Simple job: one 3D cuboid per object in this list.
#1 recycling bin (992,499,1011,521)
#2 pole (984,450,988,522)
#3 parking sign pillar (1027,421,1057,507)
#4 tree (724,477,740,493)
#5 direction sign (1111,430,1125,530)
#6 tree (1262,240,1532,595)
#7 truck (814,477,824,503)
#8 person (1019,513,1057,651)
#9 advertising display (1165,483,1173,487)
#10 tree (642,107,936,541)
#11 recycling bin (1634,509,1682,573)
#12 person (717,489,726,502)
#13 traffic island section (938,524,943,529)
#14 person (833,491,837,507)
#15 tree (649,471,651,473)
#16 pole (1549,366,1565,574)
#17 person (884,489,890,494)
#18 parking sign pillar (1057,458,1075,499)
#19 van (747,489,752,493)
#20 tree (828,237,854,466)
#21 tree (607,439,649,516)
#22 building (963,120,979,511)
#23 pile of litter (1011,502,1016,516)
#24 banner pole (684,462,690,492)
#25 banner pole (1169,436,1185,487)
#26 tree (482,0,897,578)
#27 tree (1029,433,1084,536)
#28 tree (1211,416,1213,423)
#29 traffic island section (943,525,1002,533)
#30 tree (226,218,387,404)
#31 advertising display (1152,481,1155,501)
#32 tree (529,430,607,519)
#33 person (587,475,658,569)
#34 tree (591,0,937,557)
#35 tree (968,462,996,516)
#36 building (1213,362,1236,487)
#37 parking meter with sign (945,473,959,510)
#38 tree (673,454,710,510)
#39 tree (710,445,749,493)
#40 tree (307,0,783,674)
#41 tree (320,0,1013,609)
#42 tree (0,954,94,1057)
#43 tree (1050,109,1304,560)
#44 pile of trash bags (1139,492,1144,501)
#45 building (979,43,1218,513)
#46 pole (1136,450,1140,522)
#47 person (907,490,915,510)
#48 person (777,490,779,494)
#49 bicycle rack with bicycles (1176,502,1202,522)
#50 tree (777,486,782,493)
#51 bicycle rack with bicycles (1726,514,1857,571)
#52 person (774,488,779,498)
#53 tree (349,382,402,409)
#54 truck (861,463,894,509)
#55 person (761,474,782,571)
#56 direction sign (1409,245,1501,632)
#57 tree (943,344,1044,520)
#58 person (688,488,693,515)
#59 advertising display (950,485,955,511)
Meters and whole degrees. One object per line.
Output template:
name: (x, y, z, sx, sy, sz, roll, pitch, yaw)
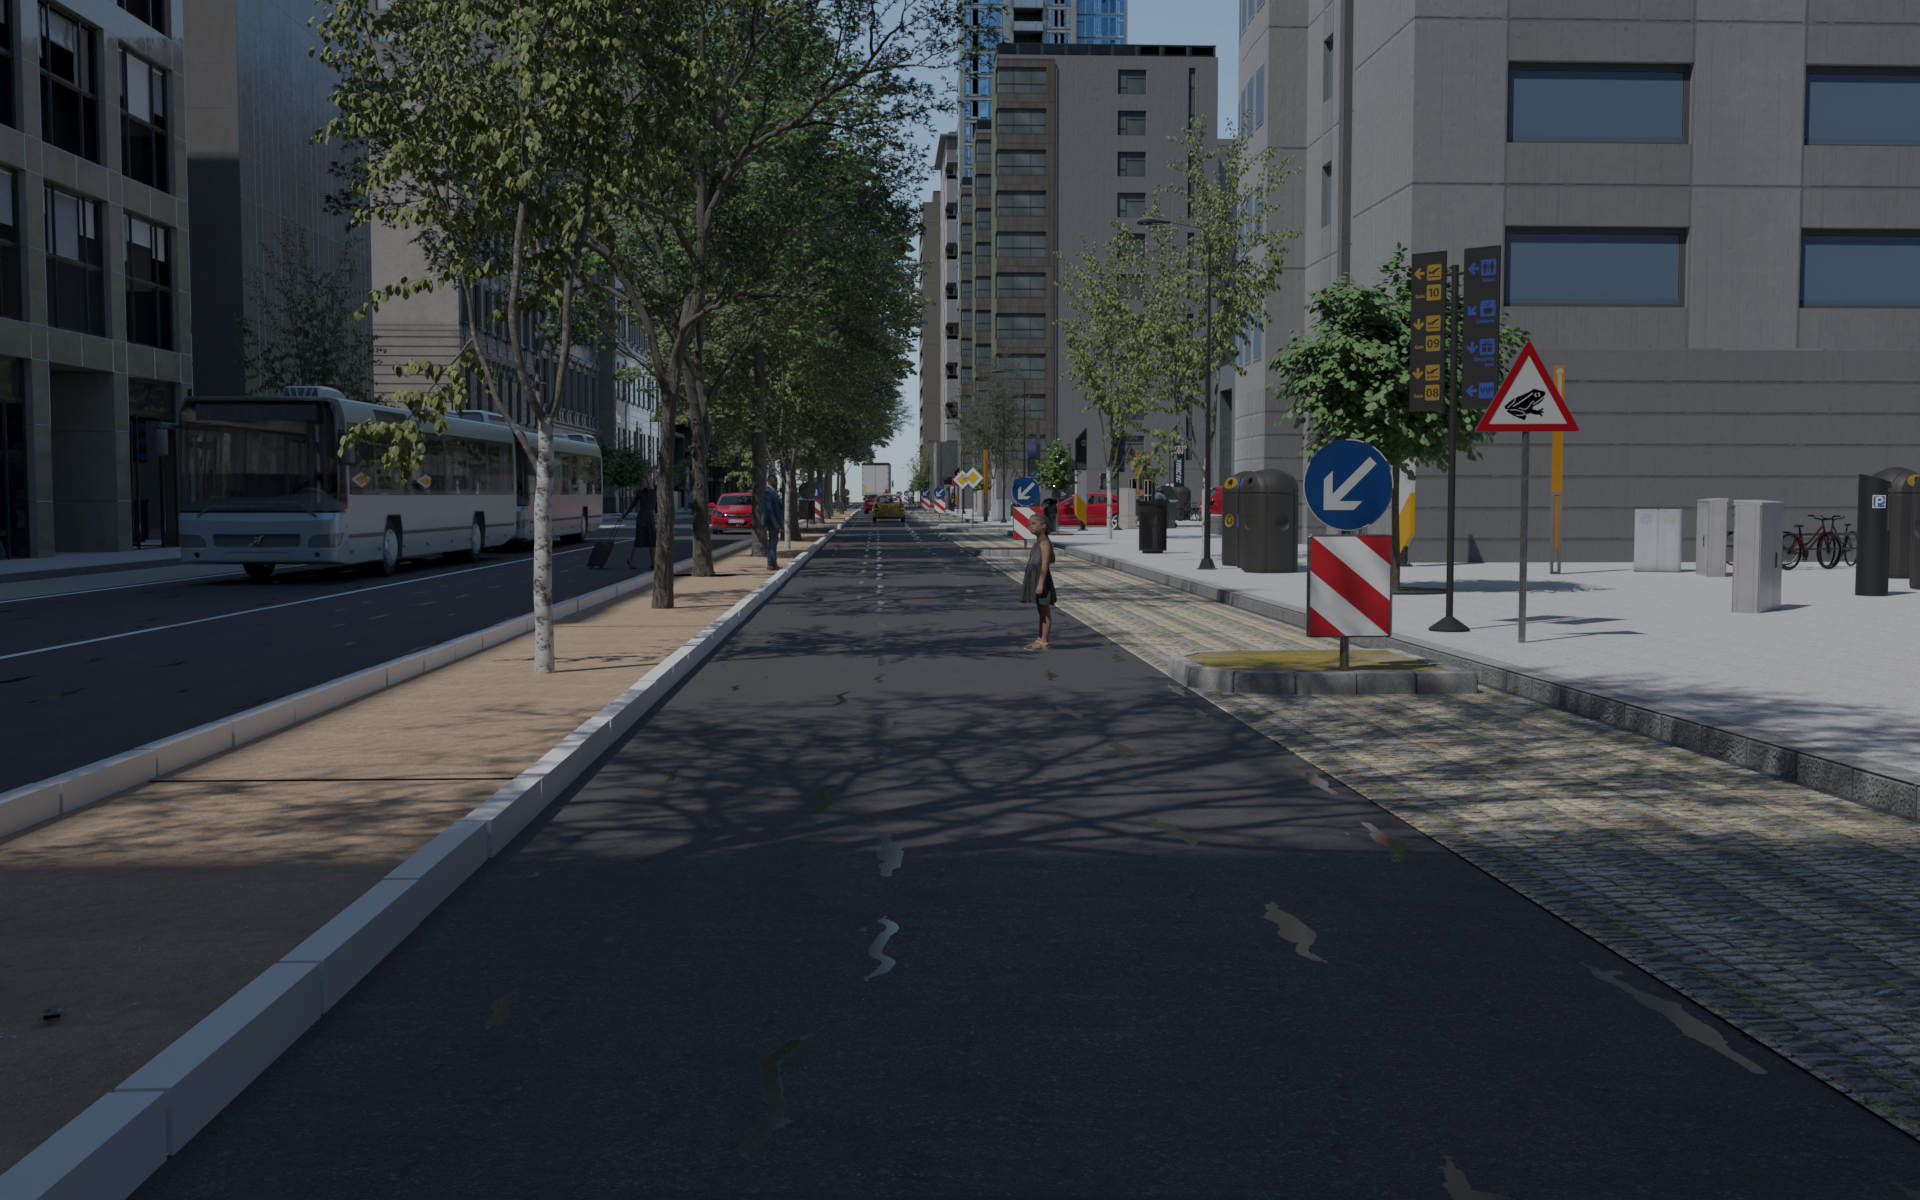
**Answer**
recycling bin: (1.954, -4.255, 82.118, 0.722, 1.027, 0.722, -1, 4, -21)
pole: (1.194, -5.275, 80.094, 0.158, 3.312, 0.155, 0, 3, 0)
parking sign pillar: (2.721, -4.581, 63.365, 1.447, 3.967, 1.447, 0, 4, 1)
tree: (-25.615, -12.463, 198.368, 1.663, 3.219, 1.824, 0, 3, 0)
direction sign: (5.606, -4.250, 61.486, 0.379, 3.537, 0.876, 3, 4, 36)
tree: (5.700, -2.382, 22.666, 4.285, 4.588, 4.351, 0, 3, 0)
truck: (-23.464, -18.192, 286.349, 2.839, 4.237, 11.283, 0, 4, -4)
person: (0.712, -0.167, 15.908, 0.373, 1.253, 0.362, -1, 4, -11)
advertising display: (12.003, -5.637, 97.385, 0.974, 1.923, 0.123, 1, 4, 18)
tree: (-5.143, -8.756, 52.265, 9.857, 13.997, 8.962, 0, 3, 0)
recycling bin: (11.556, -0.986, 28.683, 0.722, 1.027, 0.722, 1, 4, 22)
person: (-15.767, -6.497, 115.077, 0.716, 1.782, 0.532, -2, 4, -26)
traffic island section: (0.124, -3.096, 72.905, 2.009, 0.180, 2.903, 0, 4, -3)
person: (-13.550, -11.046, 189.198, 1.348, 1.812, 0.705, -2, 4, -24)
tree: (-20.003, -7.269, 102.559, 4.285, 4.588, 4.351, 0, 3, 0)
pole: (9.522, -2.066, 27.617, 0.158, 3.312, 0.155, 0, 3, 0)
person: (-5.456, -7.441, 130.140, 0.580, 1.828, 0.573, 1, 4, 21)
parking sign pillar: (5.789, -6.595, 96.306, 1.447, 3.967, 1.447, 1, 4, 21)
van: (-16.597, -8.170, 140.582, 2.013, 2.044, 4.112, 0, 4, -1)
tree: (-4.526, -5.634, 44.932, 4.737, 8.622, 4.395, 0, 3, 0)
tree: (-19.330, -6.523, 90.364, 4.285, 4.588, 4.351, 0, 3, 0)
building: (7.873, -22.354, 137.195, 14.160, 30.474, 14.107, 0, 4, -3)
pile of litter: (3.269, -5.261, 99.987, 1.176, 0.858, 1.719, 0, 4, 5)
banner pole: (-21.551, -8.956, 136.455, 0.401, 3.779, 0.863, 2, 4, 33)
banner pole: (9.215, -5.149, 74.206, 0.863, 3.779, 0.401, 1, 4, 16)
tree: (-4.556, -6.208, 29.716, 9.928, 11.665, 9.643, 0, 3, 0)
tree: (3.166, -3.635, 54.040, 1.663, 3.219, 1.824, 0, 3, 0)
tree: (17.001, -9.463, 105.082, 4.360, 8.622, 3.978, 0, 3, 0)
traffic island section: (0.506, -2.608, 64.929, 2.009, 0.180, 2.903, 0, 4, -3)
tree: (-17.188, -5.862, 46.211, 4.360, 8.622, 3.978, 0, 3, 0)
advertising display: (9.911, -5.110, 88.755, 0.123, 1.923, 0.974, 0, 4, 8)
tree: (-19.101, -5.850, 79.363, 4.285, 4.588, 4.351, 0, 3, 0)
person: (-6.358, -1.503, 33.285, 1.509, 1.804, 0.699, 1, 4, 22)
tree: (-4.409, -7.212, 38.495, 7.486, 12.596, 7.792, 0, 3, 0)
tree: (1.138, -6.416, 99.508, 1.663, 3.219, 1.824, 0, 3, 0)
building: (28.730, -47.275, 85.619, 31.000, 86.520, 22.319, 0, 4, -3)
parking meter with sign: (-0.925, -8.915, 142.017, 1.738, 3.016, 0.543, 0, 4, -3)
tree: (-22.046, -9.637, 141.278, 4.285, 4.588, 4.351, 0, 3, 0)
tree: (-23.358, -13.860, 176.975, 4.360, 8.622, 3.978, 0, 3, 0)
tree: (-3.360, -3.728, 13.770, 4.737, 8.622, 4.395, 0, 3, 0)
tree: (-3.712, -5.141, 20.931, 8.767, 10.594, 7.601, 0, 4, -3)
tree: (-3.044, -5.598, 4.352, 12.009, 13.543, 11.850, 0, 3, 0)
tree: (4.565, -5.073, 33.298, 4.737, 8.622, 4.395, 0, 3, 0)
pile of trash bags: (8.823, -5.252, 95.622, 3.447, 1.369, 1.912, 3, 5, 44)
building: (8.956, -21.006, 115.155, 14.160, 30.474, 14.107, 0, 4, -3)
pole: (8.284, -5.321, 80.844, 0.158, 3.312, 0.155, 0, 3, 0)
person: (-4.255, -8.793, 152.127, 0.709, 1.838, 0.599, 2, 4, 27)
person: (-15.276, -8.304, 144.692, 0.534, 1.772, 0.576, -1, 4, -19)
bicycle rack with bicycles: (11.530, -4.167, 81.518, 2.925, 0.926, 2.852, -1, 4, -14)
tree: (-30.091, -18.394, 295.342, 1.663, 3.219, 1.824, 0, 3, 0)
bicycle rack with bicycles: (14.627, -1.041, 30.398, 2.925, 0.926, 2.852, -1, 4, -19)
person: (-10.506, -5.470, 97.732, 0.655, 1.846, 0.447, 1, 4, 22)
tree: (-17.537, -4.095, 50.670, 4.285, 4.588, 4.351, 0, 3, 0)
truck: (-7.609, -10.420, 159.273, 2.839, 4.237, 11.283, 0, 4, -1)
person: (-3.518, -1.455, 32.476, 0.419, 1.800, 0.721, -1, 4, -9)
direction sign: (4.586, -1.476, 16.131, 0.876, 3.537, 0.379, 3, 5, 42)
tree: (1.472, -8.234, 84.995, 4.360, 8.622, 3.978, 0, 3, 0)
person: (-17.976, -6.627, 116.689, 0.795, 1.843, 0.661, 3, 4, 38)
advertising display: (-0.540, -7.516, 128.093, 0.123, 1.923, 0.974, -1, 4, -15)
